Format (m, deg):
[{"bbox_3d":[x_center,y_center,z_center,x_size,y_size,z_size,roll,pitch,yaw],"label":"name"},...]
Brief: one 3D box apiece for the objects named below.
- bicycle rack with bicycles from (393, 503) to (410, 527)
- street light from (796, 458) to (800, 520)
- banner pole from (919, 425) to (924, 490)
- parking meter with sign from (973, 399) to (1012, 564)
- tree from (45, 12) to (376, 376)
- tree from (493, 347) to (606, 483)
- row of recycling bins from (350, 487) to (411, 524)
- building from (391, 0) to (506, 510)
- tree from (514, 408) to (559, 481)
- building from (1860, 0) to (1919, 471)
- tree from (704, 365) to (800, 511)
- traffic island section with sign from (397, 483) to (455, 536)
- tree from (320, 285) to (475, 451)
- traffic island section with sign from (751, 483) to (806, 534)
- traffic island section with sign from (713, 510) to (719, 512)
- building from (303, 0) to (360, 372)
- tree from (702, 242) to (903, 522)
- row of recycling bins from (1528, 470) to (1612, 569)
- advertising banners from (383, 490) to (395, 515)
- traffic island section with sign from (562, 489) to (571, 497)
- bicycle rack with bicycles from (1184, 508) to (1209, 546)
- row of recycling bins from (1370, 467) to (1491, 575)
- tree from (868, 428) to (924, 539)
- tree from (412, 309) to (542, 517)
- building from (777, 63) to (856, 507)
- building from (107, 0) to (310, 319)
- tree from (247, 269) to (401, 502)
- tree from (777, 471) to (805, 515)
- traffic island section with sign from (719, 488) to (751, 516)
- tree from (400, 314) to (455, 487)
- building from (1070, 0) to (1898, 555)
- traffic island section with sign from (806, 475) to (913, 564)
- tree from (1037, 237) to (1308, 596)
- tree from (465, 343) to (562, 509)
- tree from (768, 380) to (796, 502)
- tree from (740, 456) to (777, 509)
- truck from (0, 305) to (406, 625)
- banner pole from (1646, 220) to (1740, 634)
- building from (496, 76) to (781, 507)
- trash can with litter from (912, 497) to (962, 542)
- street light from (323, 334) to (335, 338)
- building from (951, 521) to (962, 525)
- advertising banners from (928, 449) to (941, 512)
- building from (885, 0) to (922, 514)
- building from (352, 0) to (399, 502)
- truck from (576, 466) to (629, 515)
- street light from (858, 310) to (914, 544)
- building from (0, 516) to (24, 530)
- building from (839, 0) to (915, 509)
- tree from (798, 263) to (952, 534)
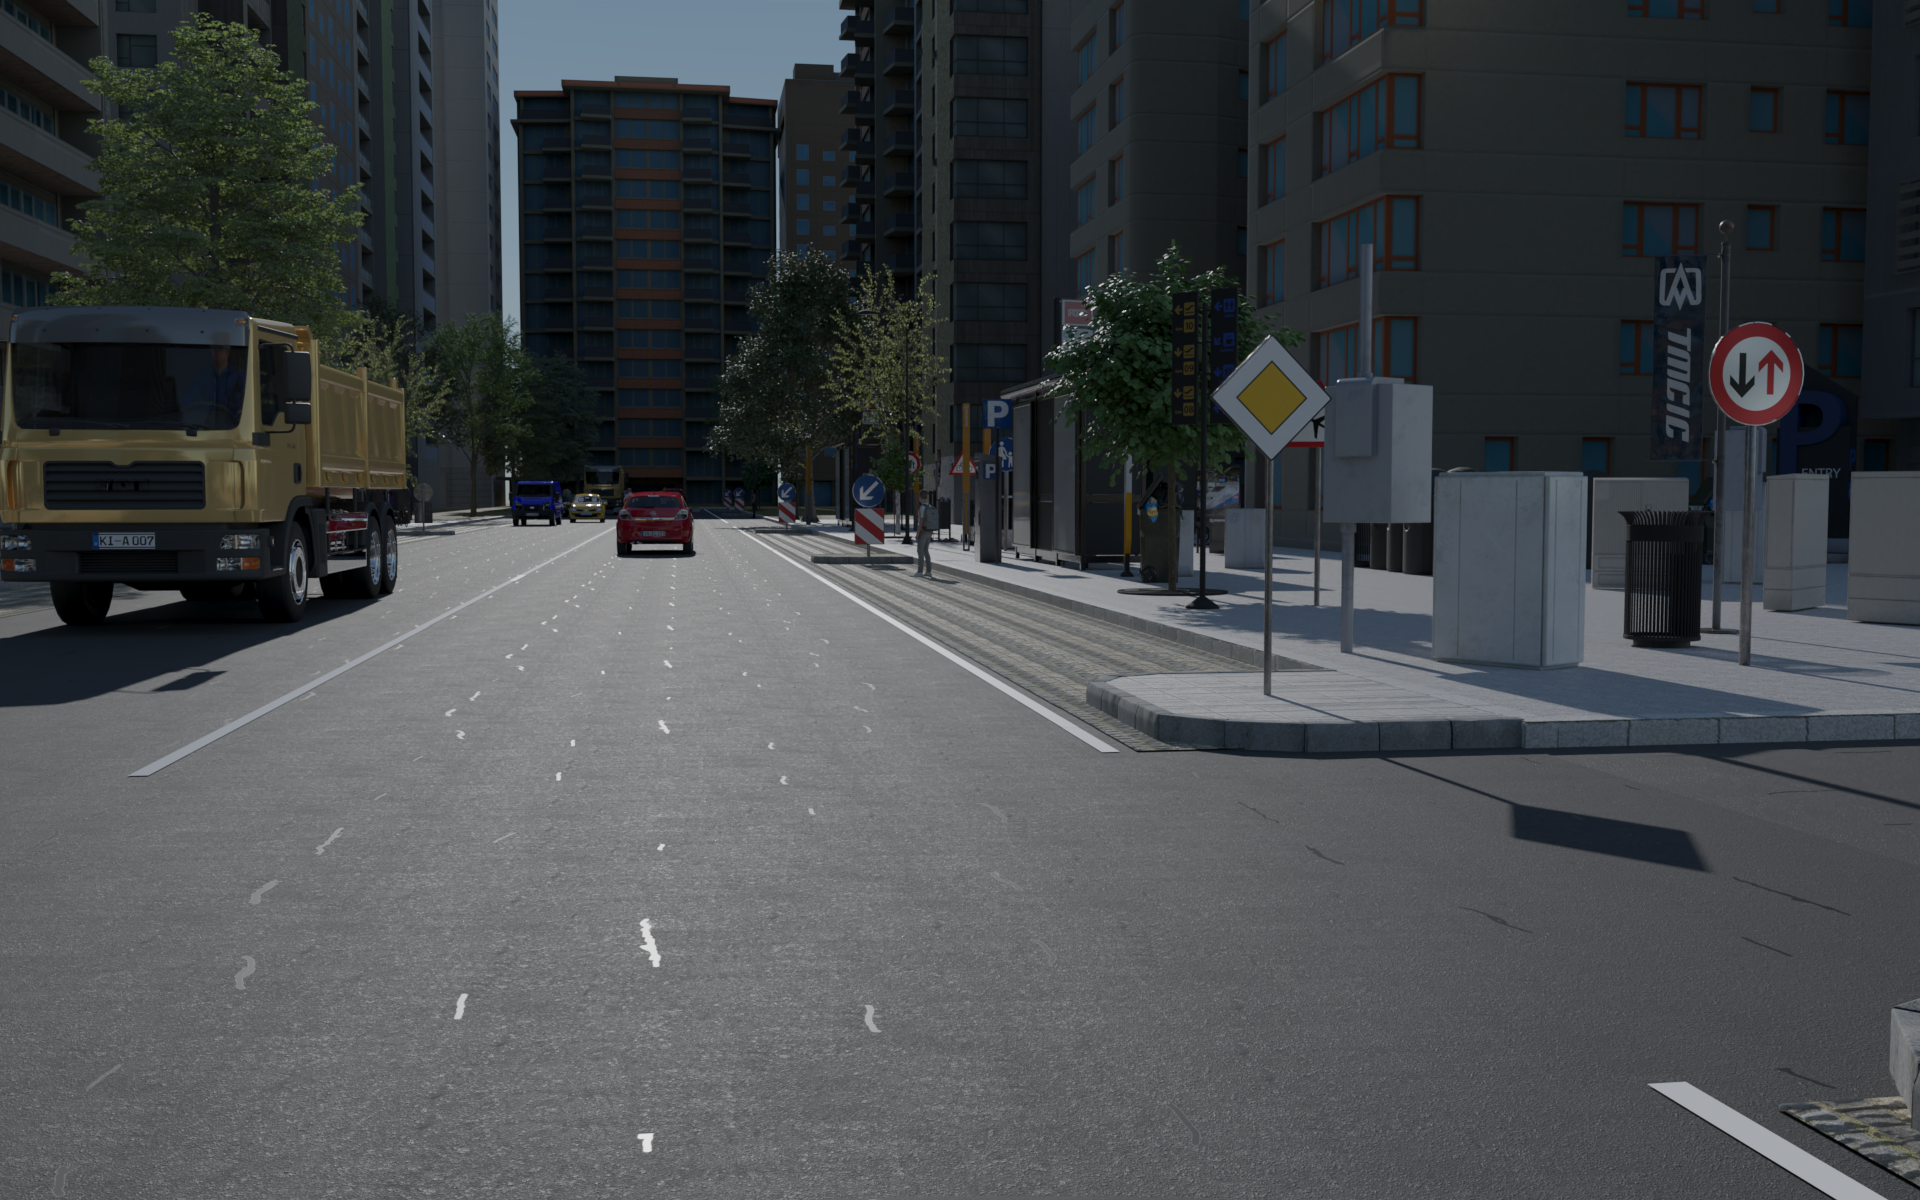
[{"bbox_3d":[-23.045,-3.355,68.235,2.852,0.926,2.925,-2,4,-23],"label":"bicycle rack with bicycles"},{"bbox_3d":[-8.588,-6.902,85.384,1.470,5.913,1.316,-1,4,-9],"label":"street light"},{"bbox_3d":[-1.457,-4.459,62.917,0.401,3.779,0.863,-2,4,-27],"label":"banner pole"},{"bbox_3d":[0.555,-2.222,32.597,0.543,3.016,1.738,-1,4,-9],"label":"parking meter with sign"},{"bbox_3d":[-17.584,-7.538,41.381,7.486,12.596,7.792,0,3,0],"label":"tree"},{"bbox_3d":[-36.069,-14.959,151.233,9.857,13.997,8.962,0,3,0],"label":"tree"},{"bbox_3d":[-25.438,-4.109,74.297,3.534,1.692,1.069,-1,4,-23],"label":"row of recycling bins"},{"bbox_3d":[-62.101,-38.949,178.823,28.212,58.520,21.231,-1,4,-9],"label":"building"},{"bbox_3d":[-35.464,-11.797,143.245,4.360,8.622,3.978,0,3,0],"label":"tree"},{"bbox_3d":[26.916,-21.183,29.935,14.086,41.232,14.154,-1,4,-9],"label":"building"},{"bbox_3d":[-15.512,-12.564,131.178,9.928,11.665,9.643,0,3,0],"label":"tree"},{"bbox_3d":[-18.584,-3.141,59.991,1.989,1.847,2.006,-1,4,-9],"label":"traffic island section with sign"},{"bbox_3d":[-25.378,-8.776,77.892,7.601,10.594,8.767,0,4,1],"label":"tree"},{"bbox_3d":[-6.455,-3.328,63.034,1.989,1.847,2.006,-1,4,-9],"label":"traffic island section with sign"},{"bbox_3d":[-18.758,-7.964,138.831,1.989,1.847,2.006,-1,4,-9],"label":"traffic island section with sign"},{"bbox_3d":[-43.827,-27.586,101.135,14.600,45.320,14.200,-1,4,-9],"label":"building"},{"bbox_3d":[-7.015,-9.921,79.221,9.611,12.733,9.660,0,3,0],"label":"tree"},{"bbox_3d":[9.655,-1.421,30.339,3.534,1.692,1.069,2,4,25],"label":"row of recycling bins"},{"bbox_3d":[-21.343,-4.204,64.927,0.090,3.025,2.074,0,4,-5],"label":"advertising banners"},{"bbox_3d":[-31.150,-7.878,137.430,1.989,1.847,2.006,-1,4,-9],"label":"traffic island section with sign"},{"bbox_3d":[5.824,-1.839,43.446,2.925,0.926,2.852,1,4,19],"label":"bicycle rack with bicycles"},{"bbox_3d":[7.557,-1.283,28.084,1.069,1.692,3.534,0,4,-7],"label":"row of recycling bins"},{"bbox_3d":[-1.787,-3.411,50.365,1.663,3.219,1.824,0,3,0],"label":"tree"},{"bbox_3d":[-27.311,-10.490,97.259,9.928,11.665,9.643,0,3,0],"label":"tree"},{"bbox_3d":[-11.802,-32.693,184.635,14.200,45.320,14.600,-1,4,-9],"label":"building"},{"bbox_3d":[-41.452,-19.297,87.204,14.160,30.474,14.107,-1,4,-9],"label":"building"},{"bbox_3d":[-20.675,-6.373,54.555,4.360,8.622,3.978,0,3,0],"label":"tree"},{"bbox_3d":[-10.484,-6.982,108.765,1.663,3.219,1.824,0,3,0],"label":"tree"},{"bbox_3d":[-14.432,-6.336,112.224,1.989,1.847,2.006,-1,4,-9],"label":"traffic island section with sign"},{"bbox_3d":[-22.910,-7.317,69.988,4.360,8.622,3.978,0,3,0],"label":"tree"},{"bbox_3d":[20.034,-12.659,52.020,27.650,21.520,28.899,-1,4,-9],"label":"building"},{"bbox_3d":[-2.088,-1.682,36.128,1.989,1.847,2.006,-1,4,-9],"label":"traffic island section with sign"},{"bbox_3d":[2.723,-2.367,22.415,4.285,4.588,4.351,0,3,0],"label":"tree"},{"bbox_3d":[-33.949,-12.946,129.790,7.486,12.596,7.792,0,3,0],"label":"tree"},{"bbox_3d":[-10.456,-9.345,103.157,4.360,8.622,3.978,0,3,0],"label":"tree"},{"bbox_3d":[-16.833,-9.852,144.789,4.285,4.588,4.351,0,3,0],"label":"tree"},{"bbox_3d":[-8.917,-1.547,21.221,3.469,3.379,9.791,-1,4,-8],"label":"truck"},{"bbox_3d":[6.778,-1.587,15.965,0.863,3.779,0.401,0,4,7],"label":"banner pole"},{"bbox_3d":[-33.858,-32.421,184.707,28.867,44.769,22.147,-1,4,-9],"label":"building"},{"bbox_3d":[-0.561,-2.179,46.677,1.678,1.210,2.233,-3,4,-36],"label":"trash can with litter"},{"bbox_3d":[-18.795,-4.750,50.201,1.470,5.913,1.316,-1,4,-9],"label":"street light"},{"bbox_3d":[5.578,-18.810,79.242,14.160,30.474,14.107,-1,4,-9],"label":"building"},{"bbox_3d":[-0.996,-4.370,67.633,0.090,3.025,2.074,-1,4,-14],"label":"advertising banners"},{"bbox_3d":[6.266,-41.401,115.165,20.563,71.187,20.611,-1,4,-9],"label":"building"},{"bbox_3d":[-45.830,-26.400,115.236,14.154,41.232,14.086,-1,4,-9],"label":"building"},{"bbox_3d":[-24.758,-7.622,120.545,3.469,3.379,9.791,-1,4,-10],"label":"truck"},{"bbox_3d":[-1.878,-4.368,43.958,1.470,5.913,1.316,-1,4,-9],"label":"street light"},{"bbox_3d":[-39.781,-26.103,50.481,21.300,48.544,21.600,-1,4,-9],"label":"building"},{"bbox_3d":[1.816,-29.707,140.329,22.147,44.769,28.867,-1,4,-9],"label":"building"},{"bbox_3d":[-2.103,-6.376,54.618,4.360,8.622,3.978,0,3,0],"label":"tree"}]
